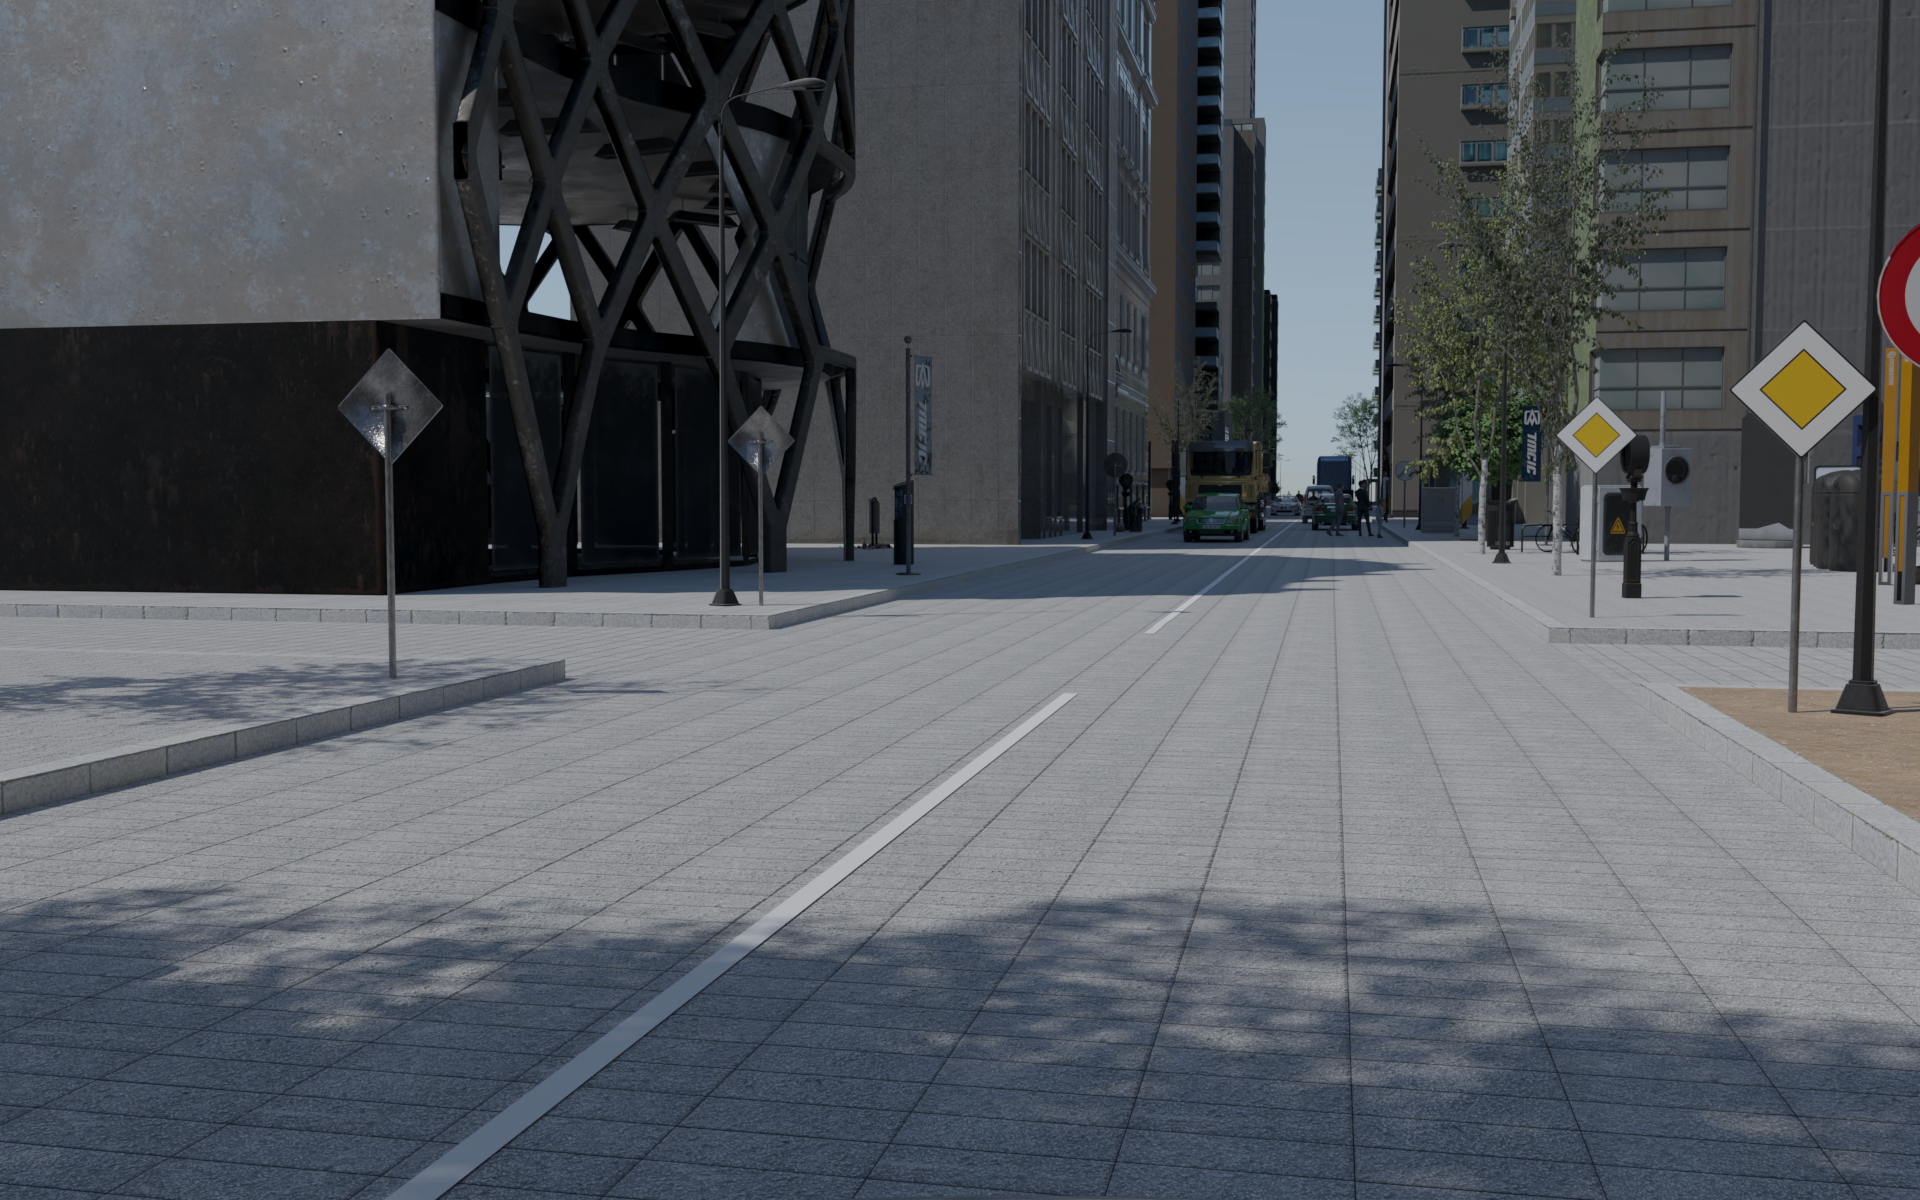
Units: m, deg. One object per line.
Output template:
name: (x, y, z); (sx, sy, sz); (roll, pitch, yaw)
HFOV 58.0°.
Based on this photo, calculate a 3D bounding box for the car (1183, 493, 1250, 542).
car: (7.854, -2.694, 52.845); (1.959, 1.807, 4.718); (1, 4, 13)

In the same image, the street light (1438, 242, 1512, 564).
street light: (9.500, -3.637, 32.008); (1.470, 5.913, 1.316); (1, 4, 12)

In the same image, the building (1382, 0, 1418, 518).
building: (36.264, -29.215, 101.372); (21.300, 48.544, 21.600); (1, 4, 12)

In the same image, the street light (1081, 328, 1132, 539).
street light: (4.132, -4.665, 48.812); (1.470, 5.913, 1.316); (1, 4, 12)

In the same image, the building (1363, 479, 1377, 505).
building: (63.638, -31.164, 201.405); (32.217, 40.220, 23.993); (1, 4, 12)

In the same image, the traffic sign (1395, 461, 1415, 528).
traffic sign: (16.989, -4.039, 66.144); (0.768, 2.556, 0.104); (1, 4, 20)

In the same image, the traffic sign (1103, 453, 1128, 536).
traffic sign: (4.752, -3.244, 53.139); (0.768, 2.556, 0.104); (1, 4, 21)

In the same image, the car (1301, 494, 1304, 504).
car: (44.259, -12.958, 223.867); (2.014, 1.417, 4.499); (1, 4, 10)

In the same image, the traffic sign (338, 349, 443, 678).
traffic sign: (-3.953, -0.512, 12.018); (0.795, 2.450, 0.064); (1, 4, 12)

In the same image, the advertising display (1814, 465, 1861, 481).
advertising display: (19.672, -2.056, 38.835); (0.974, 1.923, 0.123); (2, 4, 33)

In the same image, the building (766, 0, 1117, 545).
building: (-2.334, -14.416, 53.718); (12.078, 24.808, 19.932); (1, 4, 12)

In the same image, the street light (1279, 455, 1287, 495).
street light: (37.612, -14.233, 205.244); (1.470, 5.913, 1.316); (1, 4, 12)

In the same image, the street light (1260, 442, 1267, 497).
street light: (26.462, -11.058, 153.342); (1.470, 5.913, 1.316); (1, 4, 12)

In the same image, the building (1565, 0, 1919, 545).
building: (24.644, -22.338, 48.820); (14.154, 41.232, 14.086); (1, 4, 12)

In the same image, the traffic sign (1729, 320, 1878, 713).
traffic sign: (4.887, -0.396, 10.110); (0.795, 2.450, 0.064); (1, 4, 12)

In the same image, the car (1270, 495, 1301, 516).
car: (21.921, -6.369, 116.492); (2.083, 1.381, 4.827); (1, 4, 14)

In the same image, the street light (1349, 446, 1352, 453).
street light: (38.083, -11.809, 165.611); (1.470, 5.913, 1.316); (1, 4, 12)

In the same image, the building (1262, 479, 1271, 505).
building: (20.368, -31.362, 204.656); (32.217, 40.220, 23.993); (1, 4, 12)

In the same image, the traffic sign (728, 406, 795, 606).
traffic sign: (-2.280, -0.990, 19.827); (0.795, 2.450, 0.064); (1, 4, 12)

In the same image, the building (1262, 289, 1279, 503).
building: (37.105, -28.784, 242.313); (14.160, 30.474, 14.107); (1, 4, 12)

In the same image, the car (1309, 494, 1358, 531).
car: (15.095, -3.541, 69.686); (2.131, 1.459, 4.920); (1, 4, 12)

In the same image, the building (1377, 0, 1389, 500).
building: (46.671, -37.026, 147.375); (21.231, 58.520, 28.212); (1, 4, 12)

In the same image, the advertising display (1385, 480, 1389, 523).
advertising display: (19.325, -4.476, 78.402); (0.123, 1.923, 0.974); (1, 4, 14)

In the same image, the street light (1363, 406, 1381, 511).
street light: (22.198, -7.269, 91.392); (1.470, 5.913, 1.316); (1, 4, 12)

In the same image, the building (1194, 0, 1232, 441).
building: (12.487, -51.037, 147.120); (22.319, 86.520, 31.000); (1, 4, 12)

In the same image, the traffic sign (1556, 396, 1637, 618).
traffic sign: (6.560, -0.873, 17.919); (0.795, 2.450, 0.064); (1, 4, 12)

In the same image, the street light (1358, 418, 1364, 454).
street light: (25.192, -8.134, 105.536); (1.470, 5.913, 1.316); (1, 4, 12)

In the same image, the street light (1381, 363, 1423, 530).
street light: (15.828, -5.444, 61.553); (1.470, 5.913, 1.316); (1, 4, 12)

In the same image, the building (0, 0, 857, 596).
building: (-10.596, -9.973, 30.504); (16.820, 18.784, 16.811); (1, 4, 12)

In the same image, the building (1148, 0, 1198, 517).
building: (6.403, -27.611, 101.546); (14.600, 45.320, 14.200); (1, 4, 12)

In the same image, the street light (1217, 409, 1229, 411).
street light: (13.964, -7.479, 94.820); (1.470, 5.913, 1.316); (1, 4, 12)

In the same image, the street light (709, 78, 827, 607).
street light: (-2.172, -2.879, 19.620); (1.470, 5.913, 1.316); (1, 4, 12)

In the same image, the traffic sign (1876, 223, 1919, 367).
traffic sign: (4.481, -0.466, 7.719); (0.768, 2.556, 0.104); (1, 4, 21)

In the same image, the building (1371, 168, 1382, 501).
building: (66.049, -37.236, 228.409); (23.786, 49.044, 30.456); (1, 4, 12)

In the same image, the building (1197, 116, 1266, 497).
building: (24.981, -30.619, 184.207); (14.154, 41.232, 14.086); (1, 4, 12)

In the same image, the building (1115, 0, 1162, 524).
building: (0.906, -17.581, 73.346); (13.634, 28.700, 20.117); (1, 4, 12)

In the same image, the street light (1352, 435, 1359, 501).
street light: (31.523, -9.937, 135.008); (1.470, 5.913, 1.316); (1, 4, 12)

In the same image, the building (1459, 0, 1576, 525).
building: (37.327, -23.465, 75.529); (32.217, 40.220, 23.993); (1, 4, 12)

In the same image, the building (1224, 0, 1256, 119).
building: (29.871, -48.113, 224.896); (20.563, 71.187, 20.611); (1, 4, 12)

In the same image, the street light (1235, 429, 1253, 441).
street light: (20.238, -9.266, 124.038); (1.470, 5.913, 1.316); (1, 4, 12)

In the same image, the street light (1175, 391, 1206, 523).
street light: (10.350, -6.446, 77.931); (1.470, 5.913, 1.316); (1, 4, 12)

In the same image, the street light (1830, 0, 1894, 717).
street light: (4.758, -2.297, 10.090); (1.470, 5.913, 1.316); (1, 4, 12)
